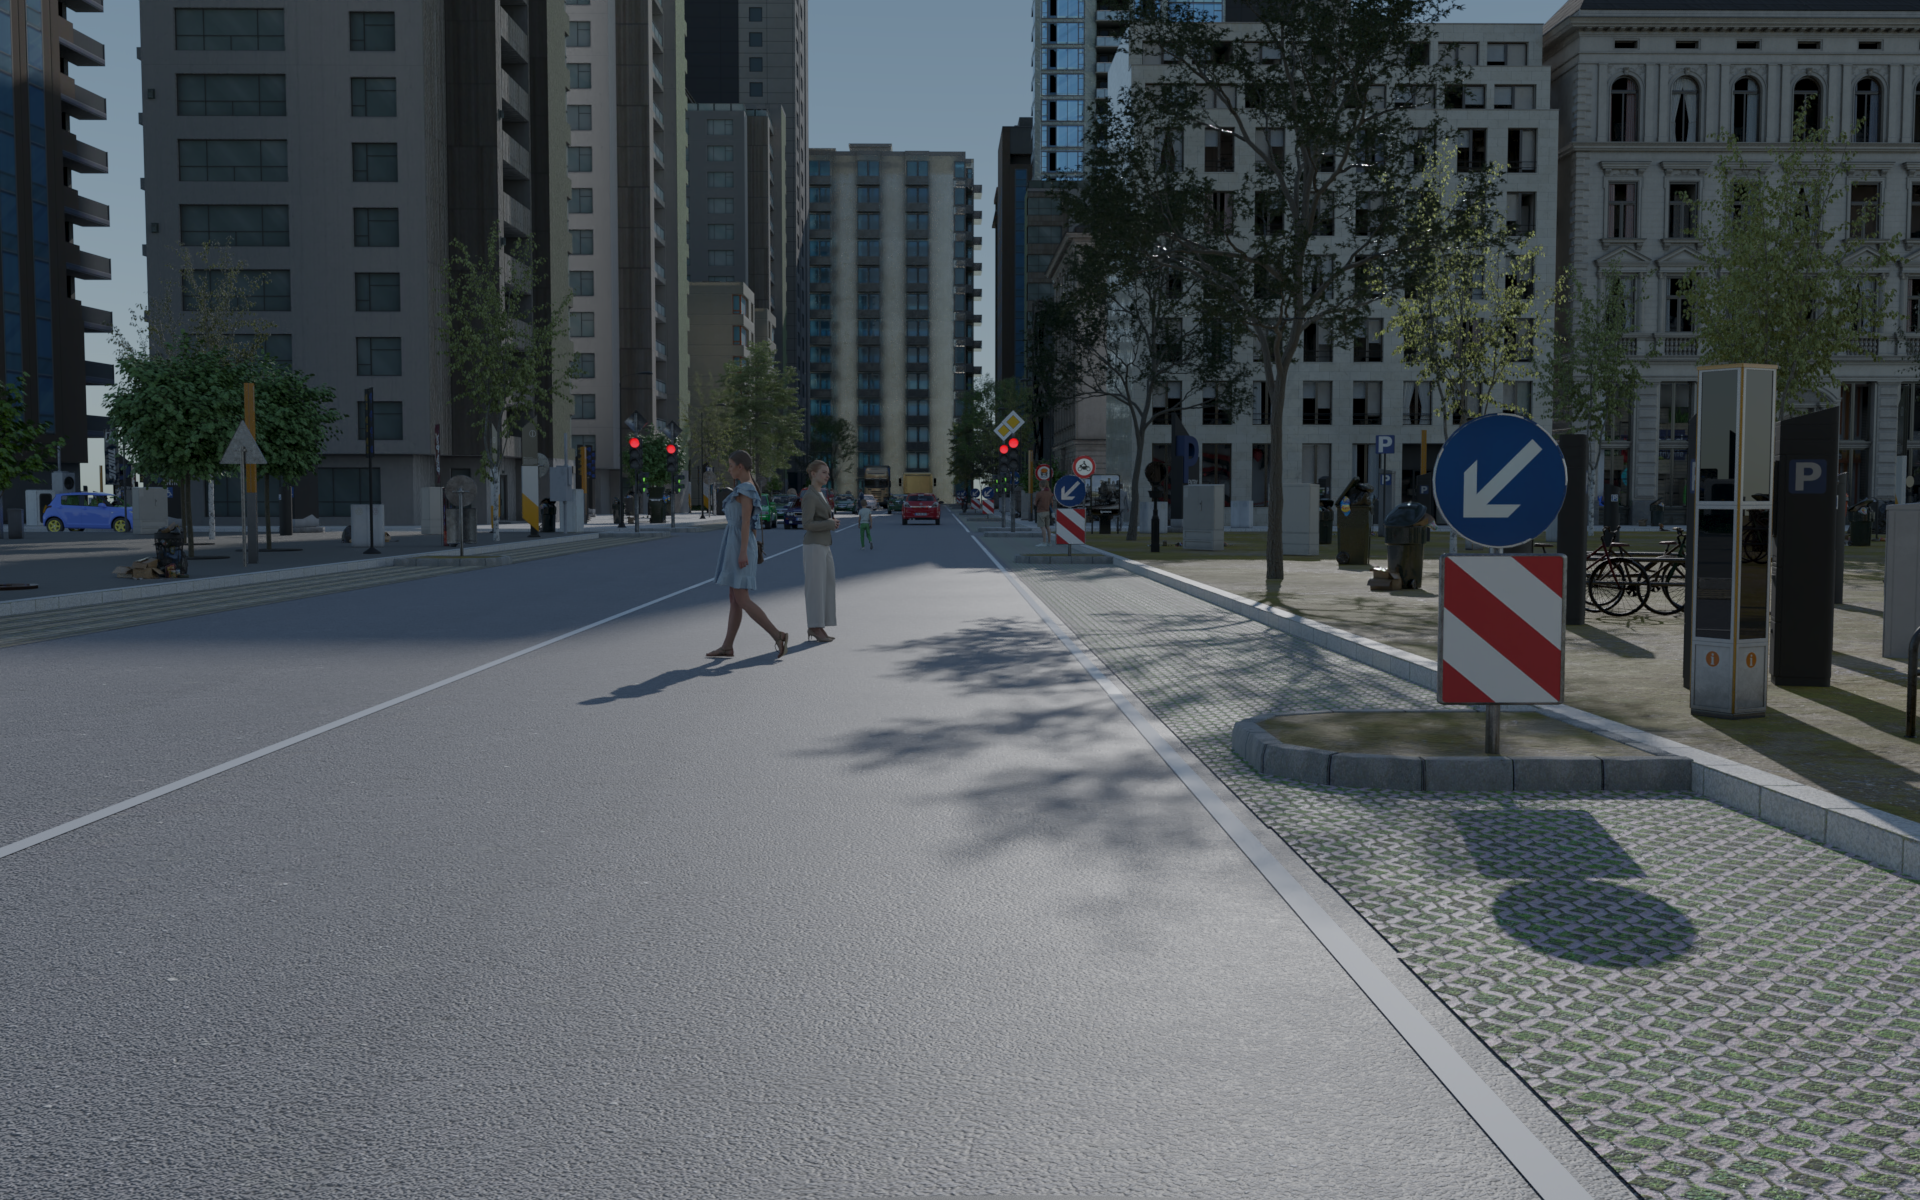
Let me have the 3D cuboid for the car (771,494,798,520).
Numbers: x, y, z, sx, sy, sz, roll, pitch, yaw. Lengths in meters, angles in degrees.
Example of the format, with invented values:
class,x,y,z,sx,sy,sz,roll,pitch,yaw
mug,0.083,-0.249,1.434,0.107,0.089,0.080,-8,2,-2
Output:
class,x,y,z,sx,sy,sz,roll,pitch,yaw
car,-8.679,-4.514,85.596,2.131,1.459,4.920,0,4,-1

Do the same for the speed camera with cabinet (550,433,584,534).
class,x,y,z,sx,sy,sz,roll,pitch,yaw
speed camera with cabinet,-12.921,-3.826,56.892,0.660,3.252,2.038,0,4,3

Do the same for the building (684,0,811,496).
class,x,y,z,sx,sy,sz,roll,pitch,yaw
building,-28.459,-46.685,201.550,20.611,71.187,20.563,0,4,-1

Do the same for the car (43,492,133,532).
class,x,y,z,sx,sy,sz,roll,pitch,yaw
car,-30.928,-3.228,62.365,3.694,1.707,1.945,0,4,0

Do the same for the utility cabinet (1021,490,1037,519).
class,x,y,z,sx,sy,sz,roll,pitch,yaw
utility cabinet,3.619,-4.736,86.117,1.173,1.500,0.318,2,4,33

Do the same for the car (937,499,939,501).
class,x,y,z,sx,sy,sz,roll,pitch,yaw
car,-2.619,-7.629,136.731,2.014,1.417,4.499,0,4,-1

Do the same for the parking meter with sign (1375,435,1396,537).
class,x,y,z,sx,sy,sz,roll,pitch,yaw
parking meter with sign,12.851,-3.409,52.002,0.543,3.016,1.738,1,4,21

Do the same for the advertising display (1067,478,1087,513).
class,x,y,z,sx,sy,sz,roll,pitch,yaw
advertising display,4.920,-3.961,69.974,0.974,1.923,0.123,1,4,18

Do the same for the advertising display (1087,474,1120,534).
class,x,y,z,sx,sy,sz,roll,pitch,yaw
advertising display,4.660,-3.083,55.623,0.974,1.923,0.123,-1,4,-9

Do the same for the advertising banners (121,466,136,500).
class,x,y,z,sx,sy,sz,roll,pitch,yaw
advertising banners,-50.215,-6.620,104.431,2.074,3.025,0.090,2,4,35

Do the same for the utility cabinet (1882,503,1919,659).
class,x,y,z,sx,sy,sz,roll,pitch,yaw
utility cabinet,7.607,-0.169,13.933,0.306,1.237,1.020,2,4,30

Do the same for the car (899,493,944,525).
class,x,y,z,sx,sy,sz,roll,pitch,yaw
car,-1.827,-4.440,81.638,2.155,1.783,4.494,0,4,-1

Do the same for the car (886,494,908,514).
class,x,y,z,sx,sy,sz,roll,pitch,yaw
car,-4.278,-6.892,124.475,2.131,1.459,4.920,0,4,-1

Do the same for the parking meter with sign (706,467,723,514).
class,x,y,z,sx,sy,sz,roll,pitch,yaw
parking meter with sign,-15.613,-7.054,111.590,0.543,3.016,1.738,2,4,26

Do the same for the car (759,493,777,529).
class,x,y,z,sx,sy,sz,roll,pitch,yaw
car,-8.601,-3.860,71.910,1.959,1.807,4.718,0,4,-2

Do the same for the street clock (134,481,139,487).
class,x,y,z,sx,sy,sz,roll,pitch,yaw
street clock,-47.148,-5.785,99.146,0.358,2.002,0.471,-2,4,-30

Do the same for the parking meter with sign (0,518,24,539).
class,x,y,z,sx,sy,sz,roll,pitch,yaw
parking meter with sign,-27.751,-3.252,49.435,1.738,3.016,0.543,-1,4,-18

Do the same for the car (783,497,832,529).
class,x,y,z,sx,sy,sz,roll,pitch,yaw
car,-6.263,-3.605,71.524,1.945,1.354,3.894,0,4,1

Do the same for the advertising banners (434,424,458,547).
class,x,y,z,sx,sy,sz,roll,pitch,yaw
advertising banners,-12.668,-2.841,42.641,0.090,3.025,2.074,-2,4,-29

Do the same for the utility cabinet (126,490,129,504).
class,x,y,z,sx,sy,sz,roll,pitch,yaw
utility cabinet,-39.541,-4.511,82.433,0.318,1.500,1.173,-2,4,-25

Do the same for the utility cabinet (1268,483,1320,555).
class,x,y,z,sx,sy,sz,roll,pitch,yaw
utility cabinet,6.966,-1.679,36.135,0.318,1.500,1.173,-2,4,-35

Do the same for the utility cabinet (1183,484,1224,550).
class,x,y,z,sx,sy,sz,roll,pitch,yaw
utility cabinet,5.517,-1.874,39.326,0.318,1.500,1.173,-2,4,-28

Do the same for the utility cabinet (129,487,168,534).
class,x,y,z,sx,sy,sz,roll,pitch,yaw
utility cabinet,-25.762,-2.841,55.121,0.318,1.500,1.173,1,4,19

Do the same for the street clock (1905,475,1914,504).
class,x,y,z,sx,sy,sz,roll,pitch,yaw
street clock,36.686,-3.824,67.095,0.471,2.002,0.358,-1,4,-22

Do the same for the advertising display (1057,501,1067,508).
class,x,y,z,sx,sy,sz,roll,pitch,yaw
advertising display,5.434,-5.097,88.543,0.974,1.923,0.123,0,4,4

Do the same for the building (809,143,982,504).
class,x,y,z,sx,sy,sz,roll,pitch,yaw
building,-12.297,-37.896,239.200,30.456,49.044,23.786,0,4,-1

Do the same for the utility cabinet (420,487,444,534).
class,x,y,z,sx,sy,sz,roll,pitch,yaw
utility cabinet,-16.731,-2.830,54.950,0.318,1.500,1.173,0,4,6

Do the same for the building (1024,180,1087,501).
class,x,y,z,sx,sy,sz,roll,pitch,yaw
building,12.920,-23.867,161.924,14.160,30.474,14.107,0,4,-1

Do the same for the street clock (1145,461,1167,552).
class,x,y,z,sx,sy,sz,roll,pitch,yaw
street clock,4.307,-2.054,38.161,0.471,2.002,0.358,0,4,2

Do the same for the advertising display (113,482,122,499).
class,x,y,z,sx,sy,sz,roll,pitch,yaw
advertising display,-45.281,-5.374,93.080,0.123,1.923,0.974,-1,4,-9

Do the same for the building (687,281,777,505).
class,x,y,z,sx,sy,sz,roll,pitch,yaw
building,-31.650,-18.988,155.498,27.650,21.520,28.899,0,4,-1

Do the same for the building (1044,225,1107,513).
class,x,y,z,sx,sy,sz,roll,pitch,yaw
building,11.168,-14.960,109.231,10.561,19.102,19.286,0,4,-1

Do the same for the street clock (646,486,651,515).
class,x,y,z,sx,sy,sz,roll,pitch,yaw
street clock,-18.770,-6.117,104.582,0.358,2.002,0.471,-1,4,-10

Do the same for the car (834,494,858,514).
class,x,y,z,sx,sy,sz,roll,pitch,yaw
car,-8.369,-6.922,124.968,2.131,1.459,4.920,0,4,-1

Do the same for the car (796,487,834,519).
class,x,y,z,sx,sy,sz,roll,pitch,yaw
car,-8.318,-5.536,99.190,2.281,1.827,5.304,0,4,-1

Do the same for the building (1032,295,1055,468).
class,x,y,z,sx,sy,sz,roll,pitch,yaw
building,13.870,-16.234,132.882,16.820,18.784,16.811,0,4,-1

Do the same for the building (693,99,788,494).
class,x,y,z,sx,sy,sz,roll,pitch,yaw
building,-25.251,-30.144,176.444,14.154,41.232,14.086,0,4,-1

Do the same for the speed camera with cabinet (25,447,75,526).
class,x,y,z,sx,sy,sz,roll,pitch,yaw
speed camera with cabinet,-36.649,-4.615,69.794,0.660,3.252,2.038,1,4,16

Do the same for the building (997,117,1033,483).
class,x,y,z,sx,sy,sz,roll,pitch,yaw
building,11.631,-34.032,206.533,14.600,45.320,14.200,0,4,-1

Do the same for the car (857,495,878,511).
class,x,y,z,sx,sy,sz,roll,pitch,yaw
car,-8.259,-8.537,151.944,2.083,1.381,4.827,0,4,-1

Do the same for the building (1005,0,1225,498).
class,x,y,z,sx,sy,sz,roll,pitch,yaw
building,16.371,-53.218,182.784,22.319,86.520,31.000,0,4,-1

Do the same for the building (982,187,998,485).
class,x,y,z,sx,sy,sz,roll,pitch,yaw
building,17.381,-35.703,238.366,28.867,44.769,22.147,0,4,-1

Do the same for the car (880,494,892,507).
class,x,y,z,sx,sy,sz,roll,pitch,yaw
car,-8.314,-11.573,198.810,1.945,1.707,3.694,0,4,1

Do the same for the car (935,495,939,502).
class,x,y,z,sx,sy,sz,roll,pitch,yaw
car,-3.335,-10.986,191.980,2.083,1.381,4.827,0,4,1

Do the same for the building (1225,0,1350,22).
class,x,y,z,sx,sy,sz,roll,pitch,yaw
building,33.111,-46.793,203.323,20.611,71.187,20.563,0,4,-1

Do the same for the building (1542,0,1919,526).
class,x,y,z,sx,sy,sz,roll,pitch,yaw
building,33.840,-15.014,74.357,19.941,23.489,11.050,0,4,-1
